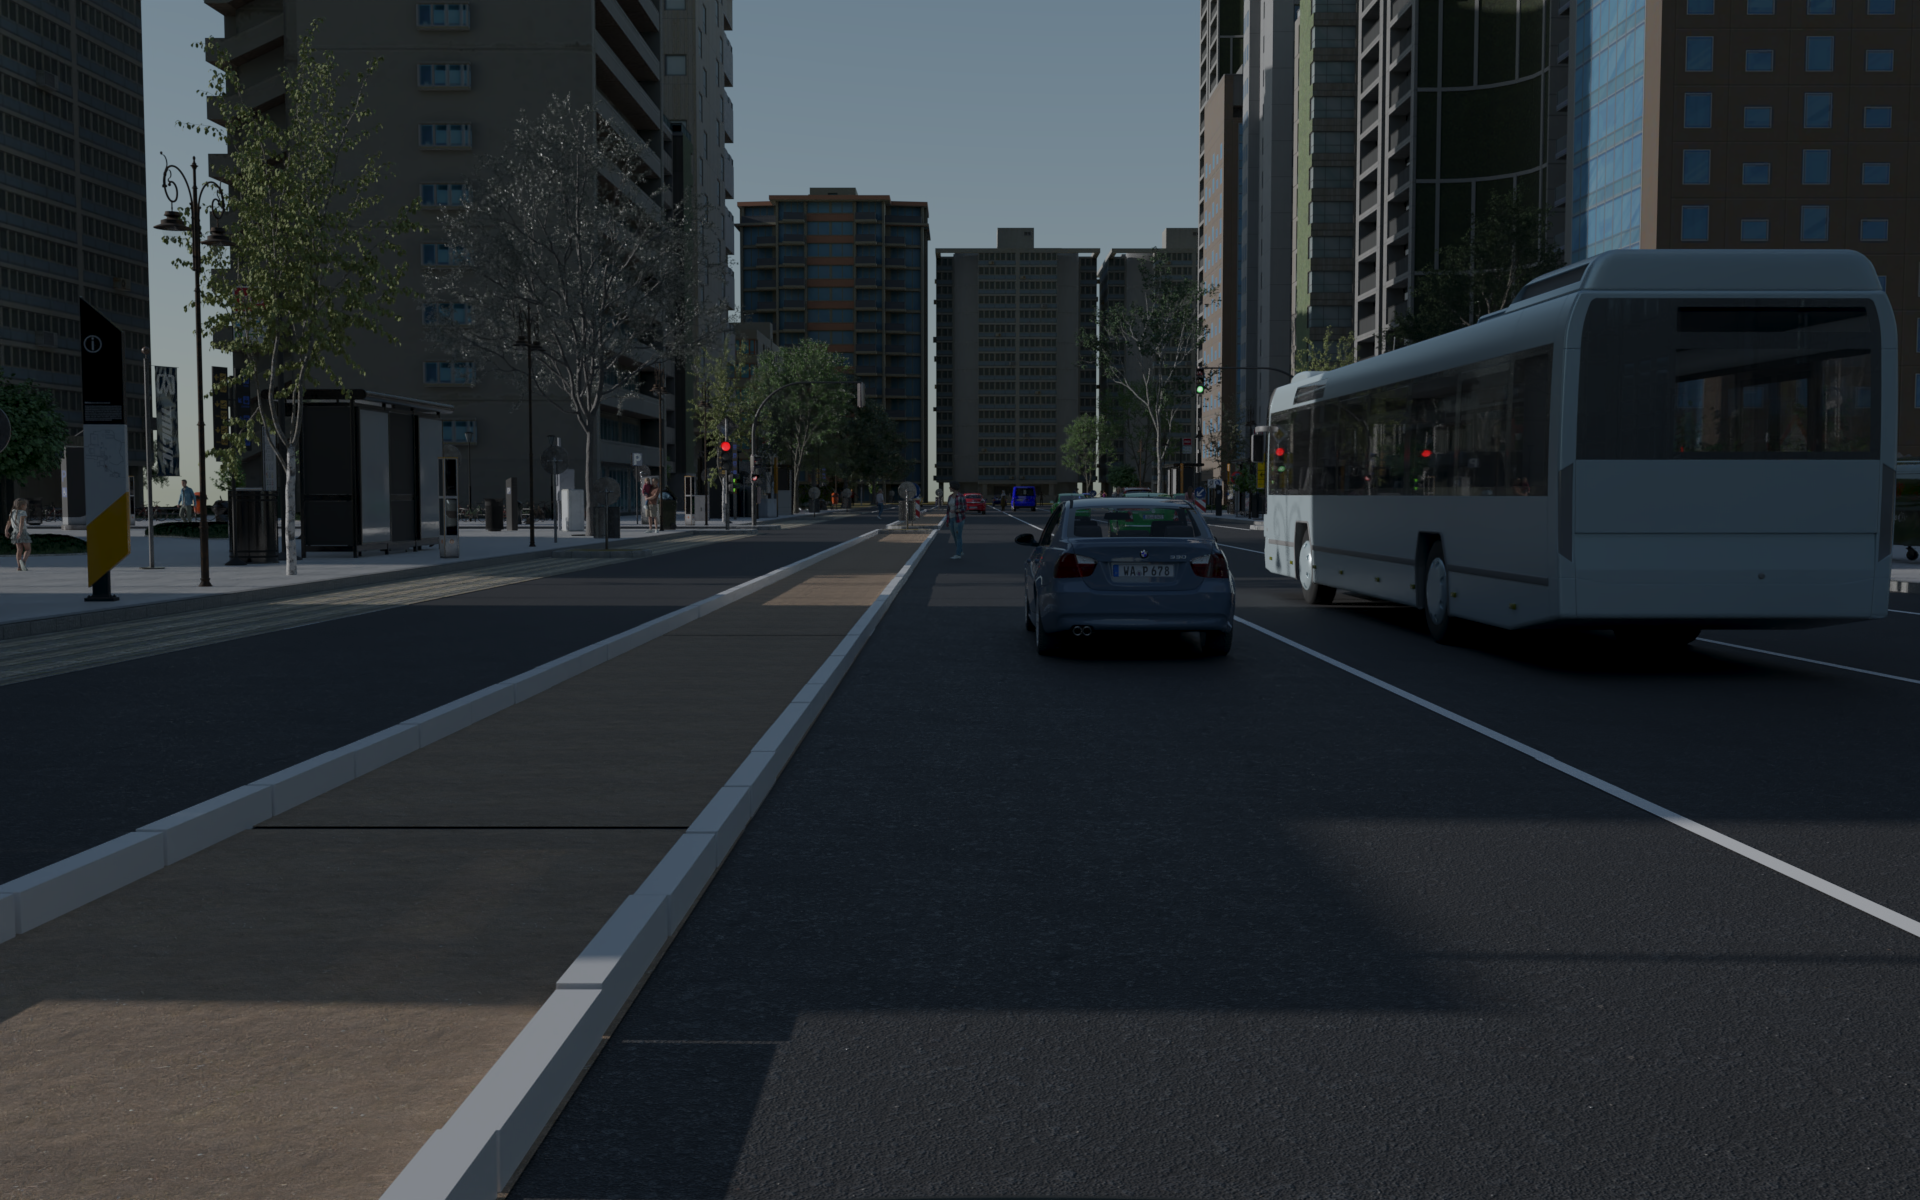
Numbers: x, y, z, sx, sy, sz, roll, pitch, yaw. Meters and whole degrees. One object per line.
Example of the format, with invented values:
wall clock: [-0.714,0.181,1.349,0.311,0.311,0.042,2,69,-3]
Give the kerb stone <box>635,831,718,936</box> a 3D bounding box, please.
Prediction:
kerb stone: [-0.989,0.992,6.073,0.120,0.150,1.000,0,3,0]

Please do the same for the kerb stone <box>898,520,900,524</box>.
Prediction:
kerb stone: [-2.950,-3.497,79.422,0.120,0.150,1.000,0,3,0]

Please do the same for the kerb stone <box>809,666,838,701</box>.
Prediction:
kerb stone: [-0.976,0.610,12.228,0.120,0.150,1.000,0,3,0]

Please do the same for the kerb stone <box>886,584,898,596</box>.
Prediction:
kerb stone: [-0.960,-0.079,23.500,0.120,0.150,1.000,0,3,0]

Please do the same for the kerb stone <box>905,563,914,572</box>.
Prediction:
kerb stone: [-0.940,-0.519,30.679,0.120,0.150,1.000,0,3,0]

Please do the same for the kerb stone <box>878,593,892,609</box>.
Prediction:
kerb stone: [-0.959,0.046,21.444,0.120,0.150,1.000,0,3,0]

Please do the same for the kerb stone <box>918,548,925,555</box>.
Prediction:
kerb stone: [-0.925,-1.020,38.905,0.120,0.150,1.000,0,3,0]

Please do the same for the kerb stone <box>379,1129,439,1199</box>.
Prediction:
kerb stone: [-0.997,1.174,3.001,0.120,0.150,1.000,0,3,0]

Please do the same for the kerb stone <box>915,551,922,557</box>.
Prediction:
kerb stone: [-0.933,-0.896,36.847,0.120,0.150,1.000,0,3,0]

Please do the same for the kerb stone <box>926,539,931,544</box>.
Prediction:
kerb stone: [-0.918,-1.460,46.064,0.120,0.150,1.000,0,3,0]

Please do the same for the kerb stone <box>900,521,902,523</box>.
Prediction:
kerb stone: [-2.945,-3.623,81.478,0.120,0.150,1.000,0,3,0]

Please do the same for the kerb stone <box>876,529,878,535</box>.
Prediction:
kerb stone: [-2.987,-2.274,59.375,0.120,0.150,1.000,0,3,0]

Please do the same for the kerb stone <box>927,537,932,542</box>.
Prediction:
kerb stone: [-0.907,-1.585,48.112,0.120,0.150,1.000,0,3,0]

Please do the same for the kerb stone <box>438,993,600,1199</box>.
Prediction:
kerb stone: [-0.995,1.122,4.024,0.120,0.150,1.000,0,3,0]

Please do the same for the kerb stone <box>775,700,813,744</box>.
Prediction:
kerb stone: [-0.985,0.740,10.175,0.120,0.150,1.000,0,3,0]

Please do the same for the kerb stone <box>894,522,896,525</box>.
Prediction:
kerb stone: [-2.954,-3.187,74.297,0.120,0.150,1.000,0,3,0]

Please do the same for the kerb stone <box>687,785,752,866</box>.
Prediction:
kerb stone: [-0.983,0.925,7.098,0.120,0.150,1.000,0,3,0]

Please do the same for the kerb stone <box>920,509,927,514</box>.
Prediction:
kerb stone: [-2.848,-6.890,134.846,0.120,0.150,1.000,0,3,0]

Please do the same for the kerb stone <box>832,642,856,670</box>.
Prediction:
kerb stone: [-0.970,0.484,14.279,0.120,0.150,1.000,0,3,0]

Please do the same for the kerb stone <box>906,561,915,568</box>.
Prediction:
kerb stone: [-0.939,-0.582,31.707,0.120,0.150,1.000,0,3,0]

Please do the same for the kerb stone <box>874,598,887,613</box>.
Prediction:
kerb stone: [-0.967,0.114,20.423,0.120,0.150,1.000,0,3,0]

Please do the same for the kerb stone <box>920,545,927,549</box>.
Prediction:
kerb stone: [-0.915,-1.146,40.948,0.120,0.150,1.000,0,3,0]

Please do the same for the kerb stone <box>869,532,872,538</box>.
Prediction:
kerb stone: [-2.990,-2.024,55.281,0.120,0.150,1.000,0,3,0]

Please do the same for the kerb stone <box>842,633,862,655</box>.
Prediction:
kerb stone: [-0.975,0.428,15.301,0.120,0.150,1.000,0,3,0]

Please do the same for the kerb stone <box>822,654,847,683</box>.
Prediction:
kerb stone: [-0.975,0.550,13.257,0.120,0.150,1.000,0,3,0]

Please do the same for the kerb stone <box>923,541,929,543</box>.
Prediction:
kerb stone: [-0.922,-1.335,44.016,0.120,0.150,1.000,0,3,0]

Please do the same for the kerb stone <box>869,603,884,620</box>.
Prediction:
kerb stone: [-0.967,0.173,19.401,0.120,0.150,1.000,0,3,0]

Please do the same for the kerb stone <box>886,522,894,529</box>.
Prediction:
kerb stone: [-2.968,-3.123,73.274,0.120,0.150,1.000,0,3,0]

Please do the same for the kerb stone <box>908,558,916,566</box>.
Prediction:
kerb stone: [-0.945,-0.644,32.732,0.120,0.150,1.000,0,3,0]

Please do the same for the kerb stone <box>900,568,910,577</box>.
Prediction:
kerb stone: [-0.943,-0.390,28.633,0.120,0.150,1.000,0,3,0]

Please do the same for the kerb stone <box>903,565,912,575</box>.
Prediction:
kerb stone: [-0.945,-0.452,29.655,0.120,0.150,1.000,0,3,0]

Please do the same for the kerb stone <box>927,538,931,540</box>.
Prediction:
kerb stone: [-0.915,-1.521,47.089,0.120,0.150,1.000,0,3,0]

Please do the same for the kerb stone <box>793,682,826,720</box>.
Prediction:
kerb stone: [-0.981,0.674,11.200,0.120,0.150,1.000,0,3,0]

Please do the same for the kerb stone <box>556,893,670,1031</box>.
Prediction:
kerb stone: [-0.998,1.049,5.045,0.120,0.150,1.000,0,3,0]

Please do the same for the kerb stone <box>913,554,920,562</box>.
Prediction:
kerb stone: [-0.929,-0.771,34.801,0.120,0.150,1.000,0,3,0]

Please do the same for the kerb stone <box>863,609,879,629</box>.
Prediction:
kerb stone: [-0.968,0.234,18.378,0.120,0.150,1.000,0,3,0]

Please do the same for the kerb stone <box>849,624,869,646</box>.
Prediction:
kerb stone: [-0.971,0.359,16.327,0.120,0.150,1.000,0,3,0]

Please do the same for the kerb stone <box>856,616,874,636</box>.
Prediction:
kerb stone: [-0.969,0.296,17.355,0.120,0.150,1.000,0,3,0]

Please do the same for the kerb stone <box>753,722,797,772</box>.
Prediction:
kerb stone: [-0.984,0.798,9.150,0.120,0.150,1.000,0,3,0]

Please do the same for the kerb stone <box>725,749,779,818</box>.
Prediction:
kerb stone: [-0.977,0.861,8.124,0.120,0.150,1.000,0,3,0]

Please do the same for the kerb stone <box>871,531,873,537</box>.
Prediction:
kerb stone: [-2.996,-2.085,56.308,0.120,0.150,1.000,0,3,0]

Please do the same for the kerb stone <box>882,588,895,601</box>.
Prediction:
kerb stone: [-0.960,-0.015,22.478,0.120,0.150,1.000,0,3,0]

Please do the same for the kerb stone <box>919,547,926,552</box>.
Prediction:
kerb stone: [-0.922,-1.076,39.927,0.120,0.150,1.000,0,3,0]

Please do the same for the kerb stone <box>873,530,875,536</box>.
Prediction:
kerb stone: [-2.988,-2.149,57.331,0.120,0.150,1.000,0,3,0]

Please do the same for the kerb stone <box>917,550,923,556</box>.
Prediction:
kerb stone: [-0.930,-0.955,37.871,0.120,0.150,1.000,0,3,0]

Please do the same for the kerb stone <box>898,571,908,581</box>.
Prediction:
kerb stone: [-0.947,-0.330,27.604,0.120,0.150,1.000,0,3,0]

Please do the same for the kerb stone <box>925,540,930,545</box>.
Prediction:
kerb stone: [-0.918,-1.397,45.039,0.120,0.150,1.000,0,3,0]

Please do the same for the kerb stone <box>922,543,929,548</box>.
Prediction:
kerb stone: [-0.913,-1.272,42.992,0.120,0.150,1.000,0,3,0]

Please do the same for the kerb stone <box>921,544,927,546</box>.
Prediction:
kerb stone: [-0.922,-1.206,41.970,0.120,0.150,1.000,0,3,0]

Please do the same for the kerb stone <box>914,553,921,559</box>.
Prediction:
kerb stone: [-0.932,-0.834,35.825,0.120,0.150,1.000,0,3,0]

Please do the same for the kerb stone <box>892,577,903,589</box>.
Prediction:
kerb stone: [-0.957,-0.205,25.550,0.120,0.150,1.000,0,3,0]

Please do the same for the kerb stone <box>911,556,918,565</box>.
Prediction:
kerb stone: [-0.938,-0.708,33.767,0.120,0.150,1.000,0,3,0]

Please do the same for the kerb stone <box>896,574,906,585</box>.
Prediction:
kerb stone: [-0.951,-0.260,26.578,0.120,0.150,1.000,0,3,0]

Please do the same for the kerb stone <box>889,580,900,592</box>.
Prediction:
kerb stone: [-0.958,-0.143,24.528,0.120,0.150,1.000,0,3,0]
